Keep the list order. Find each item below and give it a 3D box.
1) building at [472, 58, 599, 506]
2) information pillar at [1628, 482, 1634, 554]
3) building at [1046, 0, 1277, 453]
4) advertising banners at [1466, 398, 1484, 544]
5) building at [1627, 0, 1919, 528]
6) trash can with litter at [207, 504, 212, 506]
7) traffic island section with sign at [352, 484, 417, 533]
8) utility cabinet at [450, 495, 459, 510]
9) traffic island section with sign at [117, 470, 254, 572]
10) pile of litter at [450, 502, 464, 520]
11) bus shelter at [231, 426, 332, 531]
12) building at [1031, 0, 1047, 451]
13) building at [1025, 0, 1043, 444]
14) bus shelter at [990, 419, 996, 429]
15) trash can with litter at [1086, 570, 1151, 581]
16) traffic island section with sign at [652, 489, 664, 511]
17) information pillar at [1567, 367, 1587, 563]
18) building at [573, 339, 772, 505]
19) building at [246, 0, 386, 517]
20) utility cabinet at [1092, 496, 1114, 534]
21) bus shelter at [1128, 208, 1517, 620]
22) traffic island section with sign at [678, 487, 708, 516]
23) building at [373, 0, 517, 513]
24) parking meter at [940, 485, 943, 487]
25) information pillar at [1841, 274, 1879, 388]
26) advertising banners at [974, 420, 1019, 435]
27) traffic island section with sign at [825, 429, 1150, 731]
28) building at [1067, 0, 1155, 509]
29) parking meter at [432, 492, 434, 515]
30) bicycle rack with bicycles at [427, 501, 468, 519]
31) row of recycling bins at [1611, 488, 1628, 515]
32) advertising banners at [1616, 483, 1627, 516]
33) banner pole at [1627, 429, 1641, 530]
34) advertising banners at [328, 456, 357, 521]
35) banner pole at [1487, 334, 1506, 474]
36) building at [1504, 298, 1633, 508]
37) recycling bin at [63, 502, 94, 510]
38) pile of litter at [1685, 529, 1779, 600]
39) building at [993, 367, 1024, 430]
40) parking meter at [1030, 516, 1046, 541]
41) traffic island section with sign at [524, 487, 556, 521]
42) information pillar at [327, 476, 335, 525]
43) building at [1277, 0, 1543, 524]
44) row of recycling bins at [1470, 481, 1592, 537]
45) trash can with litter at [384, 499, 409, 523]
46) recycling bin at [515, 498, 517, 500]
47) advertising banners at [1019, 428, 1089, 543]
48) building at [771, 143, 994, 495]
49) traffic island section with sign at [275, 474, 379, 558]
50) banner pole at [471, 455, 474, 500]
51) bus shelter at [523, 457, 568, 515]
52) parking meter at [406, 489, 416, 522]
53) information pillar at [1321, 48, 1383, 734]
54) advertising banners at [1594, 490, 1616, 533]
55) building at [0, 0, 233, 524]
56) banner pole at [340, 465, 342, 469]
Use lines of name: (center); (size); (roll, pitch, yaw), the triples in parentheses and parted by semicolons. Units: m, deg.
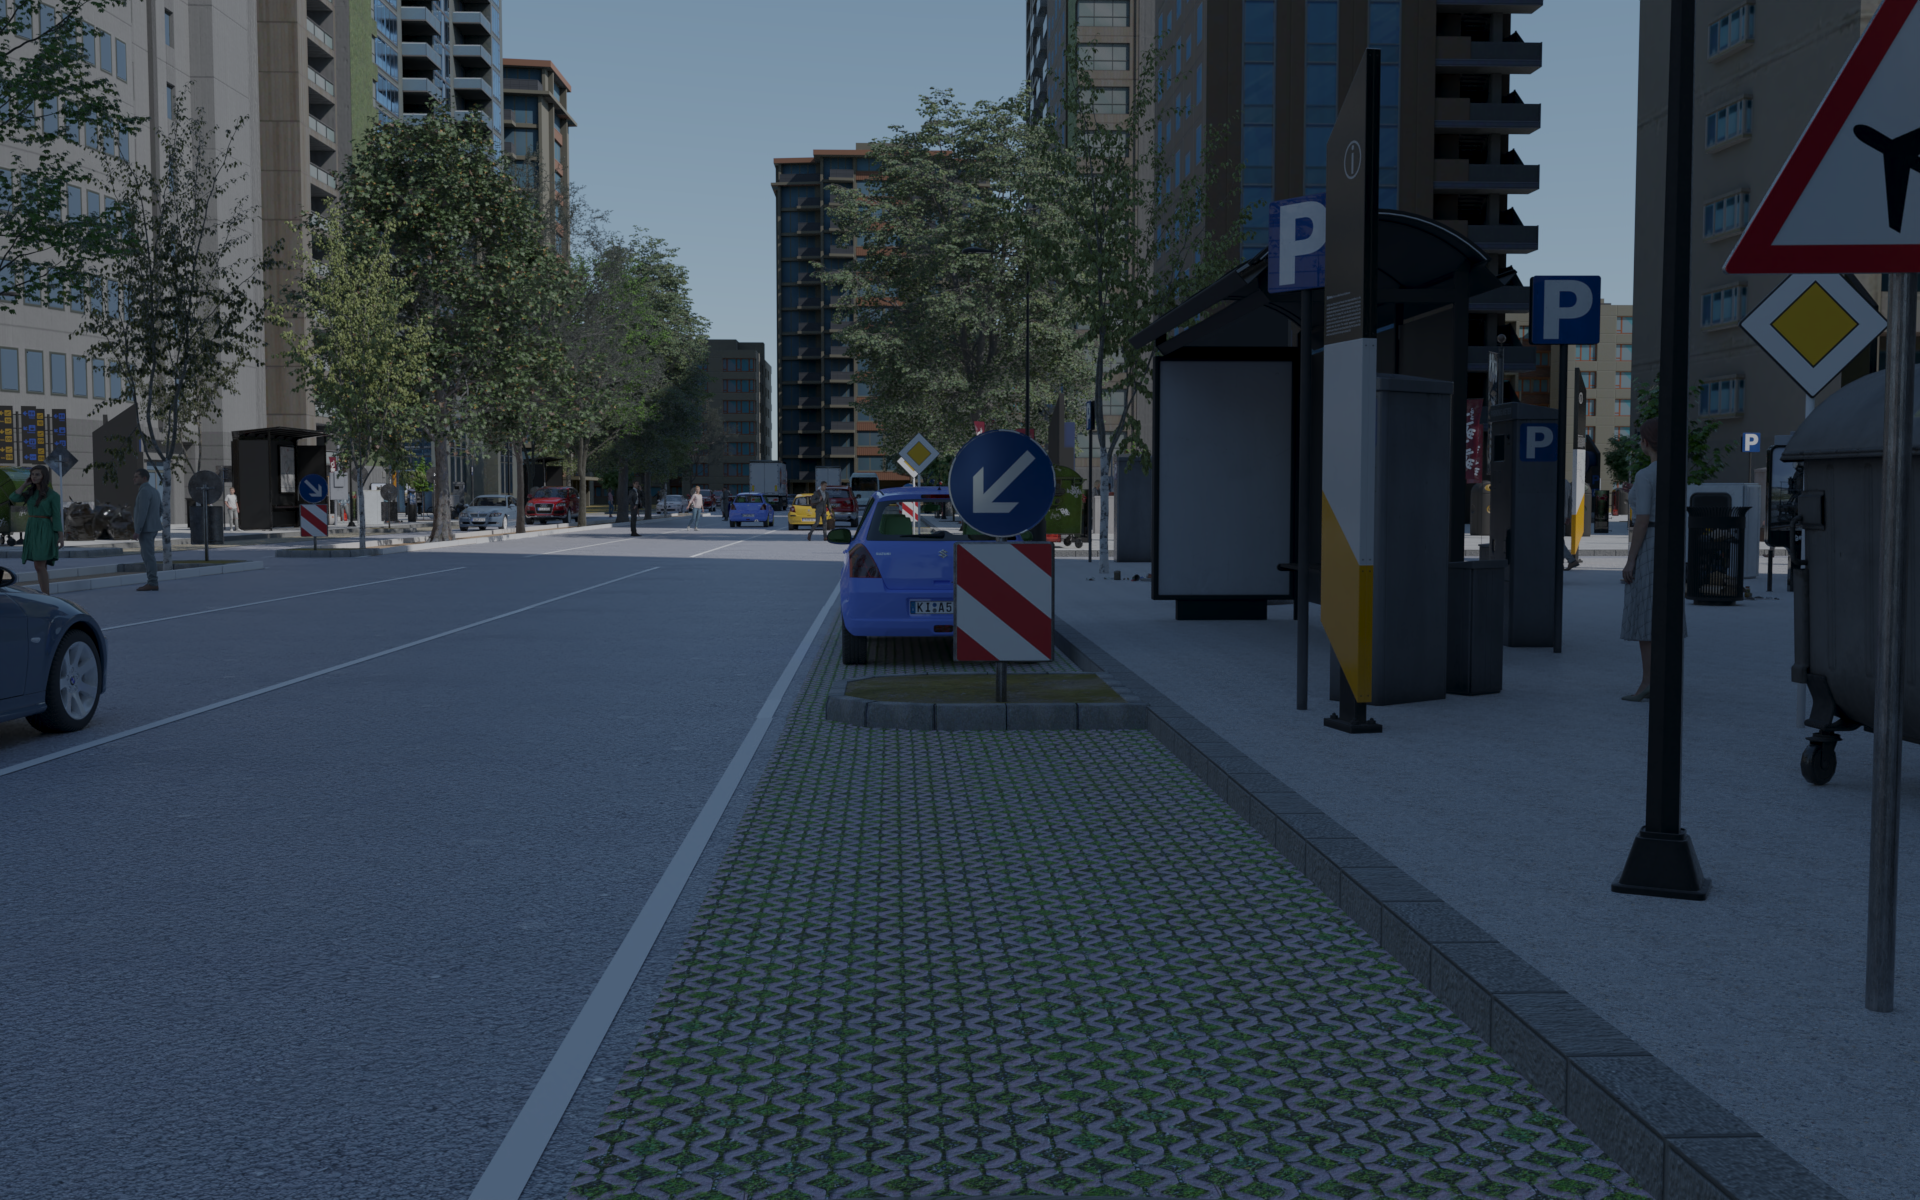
building: (-51.561, -31.526, 170.074); (28.867, 44.769, 22.147); (0, 4, -2)
information pillar: (11.628, -1.534, 29.574); (0.304, 2.012, 0.304); (0, 4, -1)
building: (13.773, -29.049, 125.055); (14.600, 45.320, 14.200); (0, 4, -2)
advertising banners: (8.780, -2.212, 32.353); (2.074, 3.025, 0.090); (3, 5, 44)
building: (35.967, -26.701, 60.256); (21.600, 48.544, 21.300); (0, 4, -2)
trash can with litter: (-28.719, -3.317, 65.624); (0.624, 1.170, 1.055); (-1, 4, -16)
traffic island section with sign: (-21.417, -3.426, 64.650); (1.989, 1.847, 2.006); (0, 4, -2)
utility cabinet: (-27.703, -5.072, 94.085); (0.306, 1.237, 1.020); (3, 5, 43)
traffic island section with sign: (-14.407, -1.493, 32.545); (2.006, 1.907, 1.989); (0, 4, -2)
pile of litter: (-25.133, -4.516, 87.794); (1.176, 0.858, 1.719); (3, 5, 44)
bus shelter: (-24.549, -4.393, 63.106); (1.731, 3.624, 6.357); (0, 4, -2)
building: (17.684, -32.281, 147.398); (23.786, 49.044, 30.456); (0, 4, -2)
building: (15.282, -44.886, 172.133); (20.563, 71.187, 20.611); (0, 4, -2)
bus shelter: (0.924, -6.863, 89.837); (2.179, 5.291, 8.768); (0, 4, -2)
trash can with litter: (3.007, -0.900, 25.773); (2.233, 1.210, 1.678); (1, 4, 8)
traffic island section with sign: (-24.456, -8.191, 142.545); (1.989, 1.847, 2.006); (0, 4, -2)
information pillar: (11.527, -2.503, 32.274); (0.183, 3.616, 0.504); (3, 4, 37)
building: (-39.412, -22.984, 220.827); (28.899, 21.520, 27.650); (0, 4, -2)
building: (-40.586, -25.095, 93.891); (14.154, 41.232, 14.086); (0, 4, -2)
utility cabinet: (4.821, -2.751, 56.137); (1.020, 1.237, 0.306); (-1, 4, -9)
bus shelter: (2.834, -1.293, 15.068); (2.014, 3.302, 5.546); (0, 4, -2)
traffic island section with sign: (-17.645, -6.538, 115.027); (2.006, 1.907, 1.989); (0, 4, -2)
building: (-45.912, -49.856, 127.822); (22.319, 86.520, 31.000); (0, 4, -2)
parking meter: (-1.139, -6.274, 108.288); (0.255, 1.863, 0.399); (-1, 4, -10)
information pillar: (9.357, -1.635, 18.092); (0.183, 3.616, 0.504); (0, 4, -6)
advertising banners: (0.844, -2.805, 42.053); (0.090, 3.025, 2.074); (2, 4, 30)
traffic island section with sign: (0.125, -0.168, 11.375); (1.989, 1.847, 2.006); (0, 4, -2)
building: (13.598, -26.020, 109.014); (14.154, 41.232, 14.086); (0, 4, -2)
parking meter: (-32.787, -6.269, 108.201); (0.255, 1.863, 0.399); (-2, 4, -33)
bicycle rack with bicycles: (-26.464, -4.734, 90.781); (2.925, 0.926, 2.852); (-1, 4, -9)
row of recycling bins: (41.207, -6.161, 107.846); (1.069, 1.692, 3.534); (1, 4, 16)
advertising banners: (38.342, -6.428, 101.289); (0.090, 3.025, 2.074); (-2, 4, -25)
banner pole: (23.954, -4.357, 61.250); (0.401, 3.779, 0.863); (0, 4, -2)
advertising banners: (-29.028, -5.223, 81.586); (0.090, 3.025, 2.074); (1, 4, 19)
banner pole: (8.353, -2.265, 27.045); (0.401, 3.779, 0.863); (2, 4, 34)
building: (48.934, -19.984, 171.777); (28.899, 21.520, 27.650); (0, 4, -2)
recycling bin: (-29.194, -2.741, 57.368); (0.722, 1.027, 0.722); (0, 4, 4)
pile of litter: (9.284, -0.466, 21.589); (1.176, 0.858, 1.719); (-2, 4, -24)
building: (18.319, -23.107, 222.836); (28.899, 21.520, 27.650); (0, 4, -2)
parking meter: (1.324, -1.341, 30.335); (0.372, 1.533, 0.369); (0, 3, 0)
traffic island section with sign: (-22.472, -5.074, 91.588); (1.989, 1.847, 2.006); (0, 4, -2)
information pillar: (-25.934, -4.094, 71.433); (0.304, 2.012, 0.304); (-3, 5, -39)
building: (16.741, -26.185, 78.234); (14.600, 45.320, 14.200); (0, 4, -2)
row of recycling bins: (17.440, -2.806, 52.985); (3.534, 1.692, 1.069); (1, 4, 20)
trash can with litter: (-25.489, -4.057, 77.385); (1.678, 1.210, 2.233); (-1, 4, -14)
recycling bin: (-27.077, -5.715, 106.000); (0.722, 1.027, 0.722); (-1, 4, -11)
advertising banners: (2.469, -3.029, 45.719); (2.074, 3.025, 0.090); (1, 4, 17)
building: (-10.456, -34.507, 218.819); (28.867, 44.769, 22.147); (0, 4, -2)
traffic island section with sign: (-14.688, -1.946, 39.947); (2.006, 1.907, 1.989); (0, 4, -2)
banner pole: (-31.651, -7.495, 112.555); (0.401, 3.779, 0.863); (-1, 4, -13)
bus shelter: (-26.597, -7.342, 111.330); (1.731, 3.624, 6.357); (0, 4, -2)
parking meter: (-25.178, -4.350, 79.529); (0.372, 1.533, 0.369); (0, 3, 0)
information pillar: (2.122, -1.105, 9.415); (0.183, 3.616, 0.504); (-1, 4, -13)
advertising banners: (20.314, -3.709, 56.826); (2.074, 3.025, 0.090); (1, 4, 10)
building: (-41.845, -31.846, 62.689); (21.231, 58.520, 28.212); (0, 4, -2)
banner pole: (-31.995, -6.109, 89.906); (0.401, 3.779, 0.863); (-3, 5, -43)
